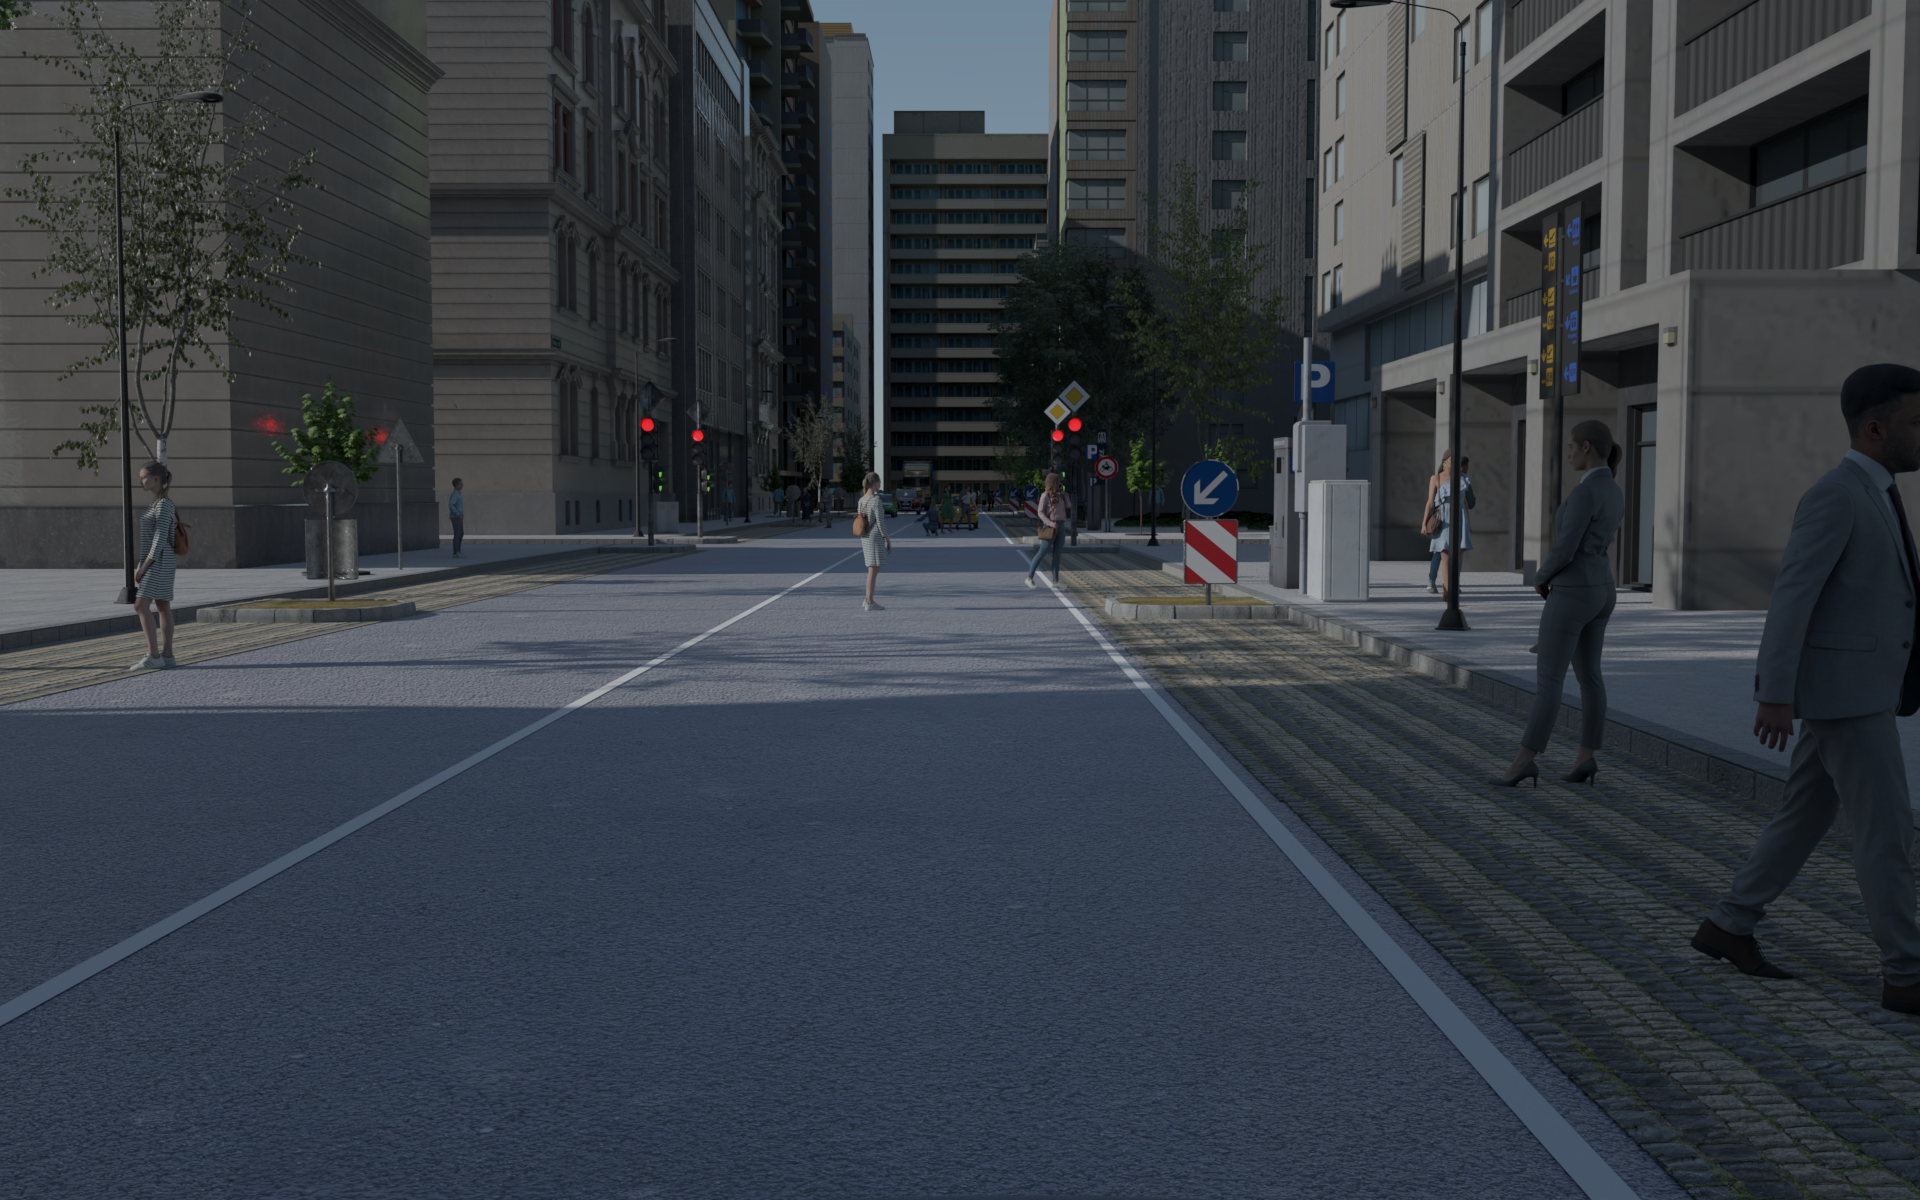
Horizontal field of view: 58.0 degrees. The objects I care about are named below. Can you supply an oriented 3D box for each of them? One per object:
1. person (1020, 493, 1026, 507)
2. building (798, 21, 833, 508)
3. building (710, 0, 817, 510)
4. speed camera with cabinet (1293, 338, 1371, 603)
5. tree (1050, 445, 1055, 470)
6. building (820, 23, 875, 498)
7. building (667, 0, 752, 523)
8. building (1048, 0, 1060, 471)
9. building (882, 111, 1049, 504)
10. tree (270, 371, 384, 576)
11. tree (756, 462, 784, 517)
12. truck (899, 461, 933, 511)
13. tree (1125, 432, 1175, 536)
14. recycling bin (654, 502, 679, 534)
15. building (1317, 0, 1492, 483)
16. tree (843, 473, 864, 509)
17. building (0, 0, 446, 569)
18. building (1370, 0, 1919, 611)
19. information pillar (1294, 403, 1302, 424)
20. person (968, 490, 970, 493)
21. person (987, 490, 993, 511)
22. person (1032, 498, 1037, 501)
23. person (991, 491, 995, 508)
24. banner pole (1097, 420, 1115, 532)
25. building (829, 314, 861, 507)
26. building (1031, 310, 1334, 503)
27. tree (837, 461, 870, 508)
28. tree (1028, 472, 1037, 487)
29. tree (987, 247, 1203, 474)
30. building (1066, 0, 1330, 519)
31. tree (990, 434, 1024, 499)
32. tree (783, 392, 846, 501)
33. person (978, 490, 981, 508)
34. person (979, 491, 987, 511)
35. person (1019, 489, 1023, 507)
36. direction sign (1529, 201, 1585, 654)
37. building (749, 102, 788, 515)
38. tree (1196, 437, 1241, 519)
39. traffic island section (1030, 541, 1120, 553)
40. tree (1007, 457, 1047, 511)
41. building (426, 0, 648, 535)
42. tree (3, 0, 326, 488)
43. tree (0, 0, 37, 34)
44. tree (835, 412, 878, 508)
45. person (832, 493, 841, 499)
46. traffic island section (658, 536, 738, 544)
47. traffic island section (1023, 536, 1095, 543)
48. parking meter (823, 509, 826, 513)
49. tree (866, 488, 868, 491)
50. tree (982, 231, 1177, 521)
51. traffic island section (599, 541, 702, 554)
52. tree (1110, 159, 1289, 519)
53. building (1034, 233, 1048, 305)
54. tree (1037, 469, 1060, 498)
[{"bbox_3d":[6.451,-10.081,171.697,1.217,1.723,0.721,-3,4,-37],"label":"person"},{"bbox_3d":[-19.421,-31.339,162.499,14.600,45.320,14.200,0,4,0],"label":"building"},{"bbox_3d":[-23.449,-29.739,140.863,22.147,44.769,28.867,0,4,0],"label":"building"},{"bbox_3d":[4.574,-1.651,21.331,0.660,3.252,2.038,0,4,1],"label":"speed camera with cabinet"},{"bbox_3d":[7.478,-9.764,109.998,4.360,8.622,3.978,0,3,0],"label":"tree"},{"bbox_3d":[-25.137,-41.504,220.592,28.212,58.520,21.231,0,4,0],"label":"building"},{"bbox_3d":[-17.691,-16.420,86.487,12.078,24.808,19.932,0,4,0],"label":"building"},{"bbox_3d":[14.854,-30.545,149.520,14.600,45.320,14.200,0,4,0],"label":"building"},{"bbox_3d":[1.091,-36.613,222.326,21.600,48.544,21.300,0,4,0],"label":"building"},{"bbox_3d":[-9.996,-1.999,27.284,1.663,3.219,1.824,0,3,0],"label":"tree"},{"bbox_3d":[-10.242,-6.212,96.163,1.663,3.219,1.824,0,3,0],"label":"tree"},{"bbox_3d":[-3.644,-9.807,149.259,2.839,4.237,11.283,0,3,0],"label":"truck"},{"bbox_3d":[5.563,-3.609,53.615,1.663,3.219,1.824,0,3,0],"label":"tree"},{"bbox_3d":[-9.628,-2.699,56.690,0.722,1.027,0.722,-1,4,-20],"label":"recycling bin"},{"bbox_3d":[29.206,-29.072,64.570,27.495,52.752,28.713,0,4,0],"label":"building"},{"bbox_3d":[-9.645,-9.675,152.785,1.663,3.219,1.824,0,3,0],"label":"tree"},{"bbox_3d":[-24.457,-14.515,34.578,25.104,27.353,12.463,0,4,0],"label":"building"},{"bbox_3d":[18.158,-35.665,21.382,20.563,71.187,20.611,0,4,0],"label":"building"},{"bbox_3d":[8.515,-3.201,43.687,0.183,3.616,0.504,2,4,26],"label":"information pillar"},{"bbox_3d":[0.832,-9.131,157.882,0.705,1.814,1.350,0,4,8],"label":"person"},{"bbox_3d":[2.504,-8.164,142.695,0.721,1.735,1.217,-1,4,-18],"label":"person"},{"bbox_3d":[5.935,-8.396,143.396,0.705,1.814,1.350,-2,4,-32],"label":"person"},{"bbox_3d":[3.003,-8.914,154.922,0.721,1.739,1.217,2,4,28],"label":"person"},{"bbox_3d":[4.888,-4.182,58.397,0.401,3.779,0.863,-3,5,-40],"label":"banner pole"},{"bbox_3d":[-25.981,-20.900,186.757,28.899,21.520,27.650,0,4,0],"label":"building"},{"bbox_3d":[21.229,-19.981,171.732,27.650,21.520,28.899,0,4,0],"label":"building"},{"bbox_3d":[-9.822,-10.891,161.774,4.285,4.588,4.351,0,3,0],"label":"tree"},{"bbox_3d":[5.776,-8.258,129.619,1.663,3.219,1.824,0,3,0],"label":"tree"},{"bbox_3d":[5.139,-8.074,66.423,8.767,10.594,7.601,0,4,5],"label":"tree"},{"bbox_3d":[12.548,-25.250,96.437,14.154,41.232,14.086,0,4,0],"label":"building"},{"bbox_3d":[5.708,-15.486,203.551,4.737,8.622,4.395,0,3,0],"label":"tree"},{"bbox_3d":[-10.338,-10.646,124.431,4.360,8.622,3.978,0,3,0],"label":"tree"},{"bbox_3d":[1.939,-10.205,175.346,0.705,1.824,1.348,0,4,3],"label":"person"},{"bbox_3d":[2.070,-8.331,145.493,1.217,1.735,0.721,3,5,40],"label":"person"},{"bbox_3d":[6.073,-10.267,173.917,0.705,1.822,1.348,-1,4,-17],"label":"person"},{"bbox_3d":[4.800,-1.339,13.892,0.379,3.537,0.876,0,3,0],"label":"direction sign"},{"bbox_3d":[-18.796,-19.655,108.754,14.401,28.519,23.554,0,4,0],"label":"building"},{"bbox_3d":[8.040,-3.681,54.786,1.663,3.219,1.824,0,3,0],"label":"tree"},{"bbox_3d":[2.844,-1.266,42.986,2.009,0.180,2.903,0,4,0],"label":"traffic island section"},{"bbox_3d":[5.383,-9.268,135.239,4.285,4.588,4.351,0,3,0],"label":"tree"},{"bbox_3d":[-18.750,-16.927,64.145,14.401,28.519,23.554,0,4,0],"label":"building"},{"bbox_3d":[-10.815,-4.469,23.430,4.360,8.622,3.978,0,3,0],"label":"tree"},{"bbox_3d":[-10.815,-5.354,13.294,9.928,11.665,9.643,0,3,0],"label":"tree"},{"bbox_3d":[-9.510,-12.601,156.381,4.737,8.622,4.395,0,3,0],"label":"tree"},{"bbox_3d":[-10.361,-8.328,145.397,0.799,1.438,0.628,-3,4,-37],"label":"person"},{"bbox_3d":[-7.667,-1.757,51.015,2.009,0.180,2.903,0,4,0],"label":"traffic island section"},{"bbox_3d":[2.874,-1.755,50.971,2.009,0.180,2.903,0,4,0],"label":"traffic island section"},{"bbox_3d":[-9.278,-6.816,119.854,0.372,1.533,0.369,0,3,0],"label":"parking meter"},{"bbox_3d":[-9.694,-11.763,186.924,1.663,3.219,1.824,0,3,0],"label":"tree"},{"bbox_3d":[5.760,-10.798,83.197,9.857,13.997,8.962,0,3,0],"label":"tree"},{"bbox_3d":[-7.697,-1.269,43.030,2.009,0.180,2.903,0,4,0],"label":"traffic island section"},{"bbox_3d":[5.427,-5.359,37.983,4.737,8.622,4.395,0,3,0],"label":"tree"},{"bbox_3d":[15.184,-25.766,192.973,14.160,30.474,14.107,0,4,0],"label":"building"},{"bbox_3d":[6.055,-6.813,105.999,1.663,3.219,1.824,0,3,0],"label":"tree"}]
